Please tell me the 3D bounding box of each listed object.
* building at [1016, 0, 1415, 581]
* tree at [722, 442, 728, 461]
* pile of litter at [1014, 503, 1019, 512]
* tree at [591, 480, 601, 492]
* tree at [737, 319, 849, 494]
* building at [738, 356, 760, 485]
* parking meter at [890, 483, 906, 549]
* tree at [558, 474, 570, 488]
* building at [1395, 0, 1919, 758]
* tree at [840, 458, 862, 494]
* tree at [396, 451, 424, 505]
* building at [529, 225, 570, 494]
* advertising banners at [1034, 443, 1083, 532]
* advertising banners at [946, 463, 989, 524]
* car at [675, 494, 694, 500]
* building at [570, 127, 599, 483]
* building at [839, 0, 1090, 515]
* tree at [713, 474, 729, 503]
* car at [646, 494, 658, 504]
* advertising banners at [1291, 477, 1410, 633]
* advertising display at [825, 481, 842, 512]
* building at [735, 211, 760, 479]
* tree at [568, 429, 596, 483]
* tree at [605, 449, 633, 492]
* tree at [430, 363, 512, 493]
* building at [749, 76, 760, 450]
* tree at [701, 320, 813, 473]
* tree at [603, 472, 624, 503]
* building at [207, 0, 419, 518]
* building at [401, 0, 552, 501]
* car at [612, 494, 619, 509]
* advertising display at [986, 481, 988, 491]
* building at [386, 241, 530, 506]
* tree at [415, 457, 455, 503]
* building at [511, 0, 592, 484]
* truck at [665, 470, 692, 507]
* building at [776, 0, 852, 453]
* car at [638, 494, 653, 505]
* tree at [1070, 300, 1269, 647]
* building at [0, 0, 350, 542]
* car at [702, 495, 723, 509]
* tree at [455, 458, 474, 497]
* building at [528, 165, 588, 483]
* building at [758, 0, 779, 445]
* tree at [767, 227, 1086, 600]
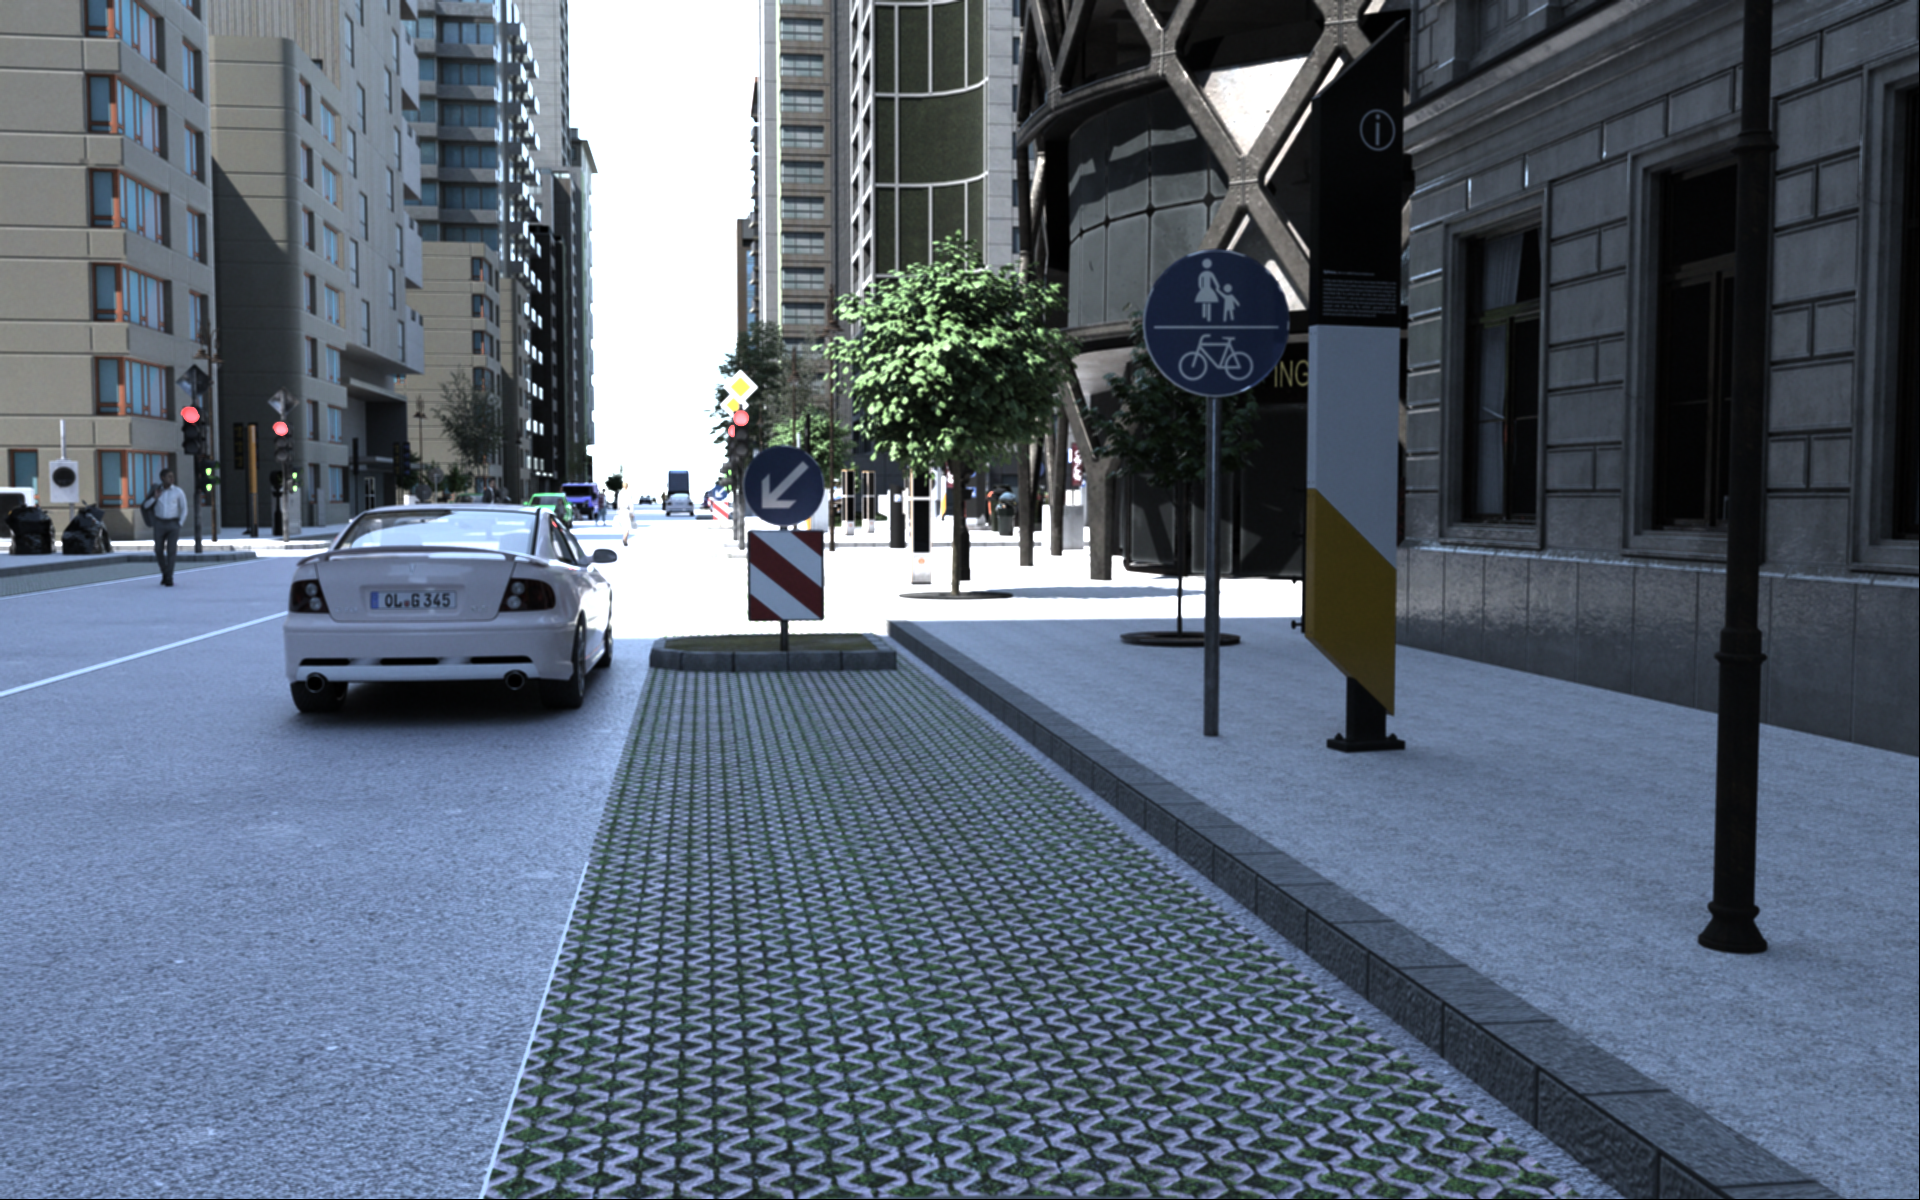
[{"bbox_3d":[9.200,-9.958,30.258,16.820,18.784,16.811,-1,4,-8],"label":"building"},{"bbox_3d":[-26.121,-15.608,205.556,4.360,8.622,3.978,0,3,0],"label":"tree"},{"bbox_3d":[2.803,-5.073,96.909,1.719,0.858,1.176,-1,4,-14],"label":"pile of litter"},{"bbox_3d":[-44.073,-13.175,210.017,1.663,3.219,1.824,0,3,0],"label":"tree"},{"bbox_3d":[-6.818,-7.548,73.765,4.360,8.622,3.978,0,3,0],"label":"tree"},{"bbox_3d":[-15.225,-23.502,229.299,27.650,21.520,28.899,-1,4,-8],"label":"building"},{"bbox_3d":[-1.464,-1.971,40.629,0.372,1.533,0.369,0,3,0],"label":"parking meter"},{"bbox_3d":[-38.078,-10.564,167.323,1.663,3.219,1.824,0,3,0],"label":"tree"},{"bbox_3d":[9.669,-8.660,6.222,10.561,19.102,19.286,-1,4,-8],"label":"building"},{"bbox_3d":[-5.683,-6.007,92.822,1.663,3.219,1.824,0,3,0],"label":"tree"},{"bbox_3d":[-36.131,-7.834,111.798,4.285,4.588,4.351,0,3,0],"label":"tree"},{"bbox_3d":[-49.402,-25.218,184.022,14.160,30.474,14.107,-1,4,-8],"label":"building"},{"bbox_3d":[3.296,-3.833,58.854,2.074,3.025,0.090,-1,4,-15],"label":"advertising banners"},{"bbox_3d":[0.326,-4.837,75.270,2.074,3.025,0.090,0,4,4],"label":"advertising banners"},{"bbox_3d":[-24.515,-8.605,152.487,2.131,1.459,4.920,0,4,-7],"label":"car"},{"bbox_3d":[-67.213,-40.443,250.488,28.713,52.752,27.495,-1,4,-8],"label":"building"},{"bbox_3d":[1.892,-41.064,109.645,20.563,71.187,20.611,-1,4,-8],"label":"building"},{"bbox_3d":[-35.506,-16.955,260.924,4.285,4.588,4.351,0,3,0],"label":"tree"},{"bbox_3d":[-47.070,-15.532,264.174,2.015,1.641,3.980,0,4,-7],"label":"car"},{"bbox_3d":[4.077,-1.220,16.135,2.074,3.025,0.090,-1,4,-14],"label":"advertising banners"},{"bbox_3d":[-6.139,-4.827,84.136,0.974,1.923,0.123,1,4,14],"label":"advertising display"},{"bbox_3d":[-28.296,-38.116,273.304,14.600,45.320,14.200,-1,4,-8],"label":"building"},{"bbox_3d":[-43.175,-14.997,195.555,4.737,8.622,4.395,0,3,0],"label":"tree"},{"bbox_3d":[-54.352,-19.969,276.851,4.360,8.622,3.978,0,3,0],"label":"tree"},{"bbox_3d":[-27.918,-9.064,98.561,4.360,8.622,3.978,0,3,0],"label":"tree"},{"bbox_3d":[-10.787,-32.252,181.945,22.147,44.769,28.867,-1,4,-8],"label":"building"},{"bbox_3d":[-13.193,-11.942,113.384,7.486,12.596,7.792,0,3,0],"label":"tree"},{"bbox_3d":[-51.372,-16.743,257.466,4.285,4.588,4.351,0,3,0],"label":"tree"},{"bbox_3d":[-44.707,-30.820,93.153,28.713,52.752,27.495,-1,4,-8],"label":"building"},{"bbox_3d":[-51.049,-33.096,160.732,23.786,49.044,30.456,-1,4,-8],"label":"building"},{"bbox_3d":[-31.921,-9.428,163.929,2.009,1.686,4.222,0,4,-7],"label":"car"},{"bbox_3d":[1.232,-4.769,83.184,0.123,1.923,0.974,0,4,8],"label":"advertising display"},{"bbox_3d":[-48.385,-17.524,131.561,27.650,21.520,28.899,-1,4,-8],"label":"building"},{"bbox_3d":[-27.680,-5.878,90.698,1.663,3.219,1.824,0,3,0],"label":"tree"},{"bbox_3d":[-59.107,-48.159,225.656,20.563,71.187,20.611,-1,4,-8],"label":"building"},{"bbox_3d":[-29.968,-11.888,184.132,2.967,4.110,18.799,-1,4,-9],"label":"truck"},{"bbox_3d":[-6.930,-27.443,132.292,14.154,41.232,14.086,-1,4,-8],"label":"building"},{"bbox_3d":[-43.428,-14.021,239.035,2.009,1.686,4.222,0,4,-7],"label":"car"},{"bbox_3d":[1.773,-1.241,14.898,1.663,3.219,1.824,0,3,0],"label":"tree"},{"bbox_3d":[-38.167,-13.059,58.550,27.650,21.520,28.899,-1,4,-8],"label":"building"},{"bbox_3d":[-22.501,-8.860,157.439,1.945,1.354,3.894,0,4,-8],"label":"car"},{"bbox_3d":[-27.194,-6.048,93.484,1.663,3.219,1.824,0,3,0],"label":"tree"},{"bbox_3d":[-52.788,-32.154,209.305,14.154,41.232,14.086,-1,4,-8],"label":"building"},{"bbox_3d":[-7.230,-37.374,153.058,21.231,58.520,28.212,-1,4,-8],"label":"building"},{"bbox_3d":[-0.137,-2.309,21.471,4.285,4.588,4.351,0,3,0],"label":"tree"}]
